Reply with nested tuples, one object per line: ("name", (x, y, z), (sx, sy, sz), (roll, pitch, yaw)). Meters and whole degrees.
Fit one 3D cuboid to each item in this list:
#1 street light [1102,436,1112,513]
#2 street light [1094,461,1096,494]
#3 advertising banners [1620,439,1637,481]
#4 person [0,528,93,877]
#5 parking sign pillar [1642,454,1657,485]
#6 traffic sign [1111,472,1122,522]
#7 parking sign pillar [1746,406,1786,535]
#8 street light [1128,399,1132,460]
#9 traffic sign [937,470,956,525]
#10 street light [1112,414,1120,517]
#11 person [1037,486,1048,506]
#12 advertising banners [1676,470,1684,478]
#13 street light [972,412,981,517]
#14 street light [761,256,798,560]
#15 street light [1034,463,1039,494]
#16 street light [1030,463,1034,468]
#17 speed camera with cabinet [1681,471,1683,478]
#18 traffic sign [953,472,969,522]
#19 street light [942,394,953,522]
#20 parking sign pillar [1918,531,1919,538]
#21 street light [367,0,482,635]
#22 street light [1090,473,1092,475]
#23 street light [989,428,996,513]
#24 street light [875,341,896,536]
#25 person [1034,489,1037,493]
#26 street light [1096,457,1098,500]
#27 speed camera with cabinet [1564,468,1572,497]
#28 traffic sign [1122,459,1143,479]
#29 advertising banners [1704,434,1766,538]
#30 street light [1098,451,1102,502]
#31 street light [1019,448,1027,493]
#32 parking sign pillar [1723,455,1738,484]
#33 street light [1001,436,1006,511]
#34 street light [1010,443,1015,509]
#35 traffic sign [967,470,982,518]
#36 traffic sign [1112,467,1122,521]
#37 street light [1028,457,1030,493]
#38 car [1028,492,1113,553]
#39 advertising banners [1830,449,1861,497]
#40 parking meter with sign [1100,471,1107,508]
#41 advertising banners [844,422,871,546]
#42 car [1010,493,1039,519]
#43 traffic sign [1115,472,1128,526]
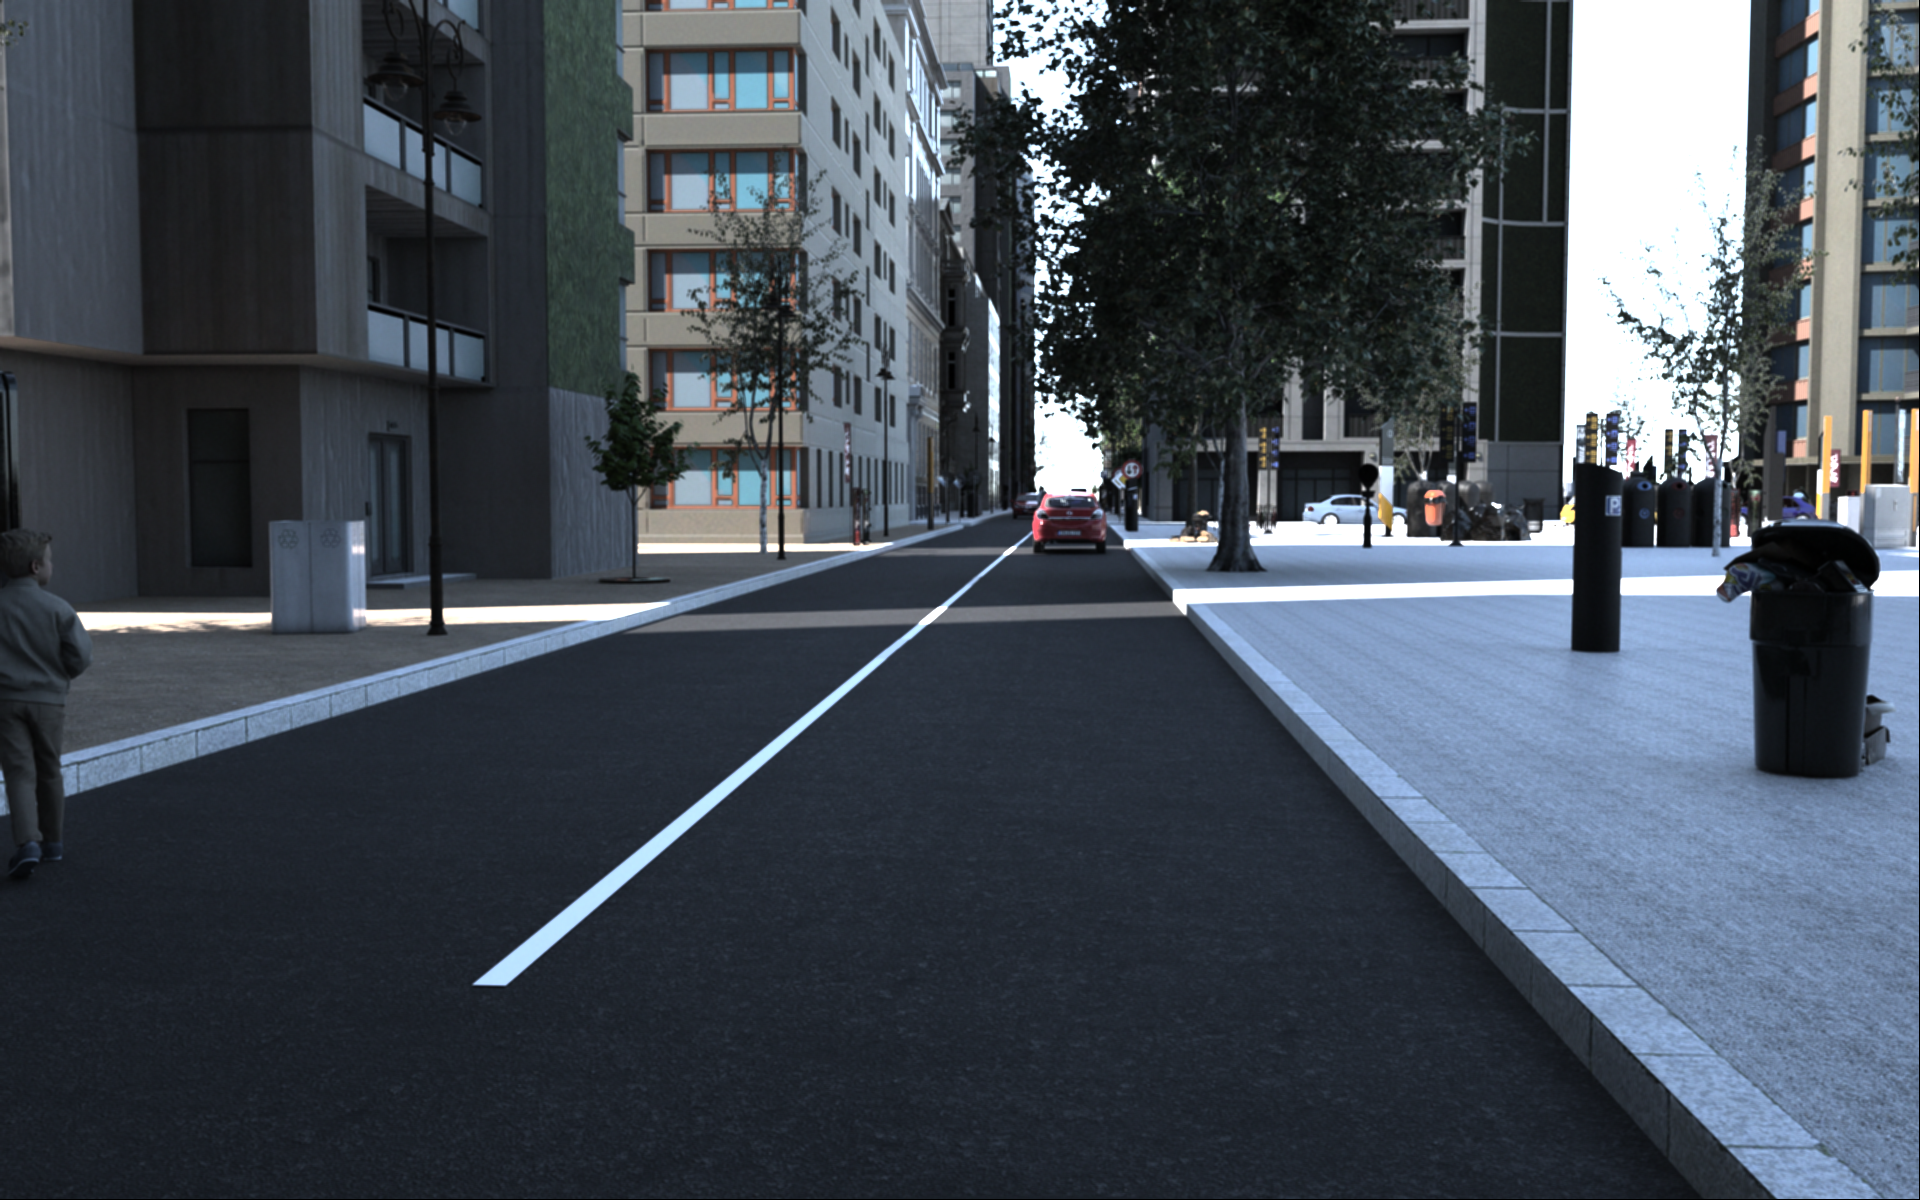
("street light", (11.529, -9.901, 134.663), (0.468, 5.910, 1.993), (0, 4, 4))
("street light", (15.421, -13.423, 192.247), (0.468, 5.910, 1.993), (0, 4, 4))
("advertising banners", (21.100, -3.640, 55.694), (0.090, 3.025, 2.074), (-1, 4, -13))
("person", (-3.561, 0.378, 6.588), (0.475, 1.303, 0.640), (-2, 4, -31))
("parking sign pillar", (46.773, -7.893, 117.518), (1.447, 3.967, 1.447), (0, 4, -4))
("traffic sign", (7.218, -4.566, 78.299), (0.795, 2.450, 0.064), (0, 4, 4))
("parking sign pillar", (25.189, -3.986, 53.638), (1.447, 3.967, 1.447), (1, 4, 17))
("street light", (7.748, -6.525, 79.479), (0.468, 5.910, 1.993), (0, 4, 4))
("traffic sign", (-0.552, -4.110, 70.844), (0.795, 2.450, 0.064), (0, 4, 4))
("street light", (8.982, -7.638, 97.669), (0.468, 5.910, 1.993), (0, 4, 4))
("person", (4.169, -4.759, 86.415), (0.679, 1.850, 0.850), (0, 4, -4))
("advertising banners", (51.730, -7.965, 126.414), (2.074, 3.025, 0.090), (3, 4, 38))
("street light", (0.928, -7.641, 97.726), (0.468, 5.910, 1.993), (0, 4, 4))
("street light", (-3.502, -3.732, 33.804), (0.468, 5.910, 1.993), (0, 4, 4))
("street light", (9.816, -15.688, 229.283), (0.468, 5.910, 1.993), (0, 4, 4))
("street light", (8.497, -14.576, 211.099), (0.468, 5.910, 1.993), (0, 4, 4))
("speed camera with cabinet", (49.898, -7.673, 119.787), (0.660, 3.252, 2.038), (3, 4, 38))
("traffic sign", (-0.008, -4.597, 78.810), (0.795, 2.450, 0.064), (0, 4, 4))
("street light", (-0.548, -6.497, 79.019), (0.468, 5.910, 1.993), (0, 4, 4))
("parking sign pillar", (28.962, -3.809, 50.741), (1.447, 3.967, 1.447), (-1, 4, -16))
("street light", (-4.767, -2.619, 15.615), (0.468, 5.910, 1.993), (0, 4, 4))
("street light", (18.591, -16.292, 239.157), (0.468, 5.910, 1.993), (0, 4, 4))
("street light", (2.141, -8.763, 116.067), (0.468, 5.910, 1.993), (0, 4, 4))
("street light", (-2.249, -4.880, 52.568), (0.468, 5.910, 1.993), (0, 4, 4))
("person", (5.083, -6.681, 118.087), (0.721, 1.781, 0.623), (0, 4, -8))
("street light", (14.163, -12.274, 173.474), (0.468, 5.910, 1.993), (0, 4, 4))
("speed camera with cabinet", (45.317, -8.191, 128.259), (0.660, 3.252, 2.038), (0, 4, 1))
("traffic sign", (6.307, -3.880, 63.536), (0.768, 2.556, 0.104), (0, 4, 4))
("advertising banners", (22.596, -3.330, 50.632), (2.074, 3.025, 0.090), (-1, 4, -9))
("street light", (12.866, -11.148, 155.065), (0.468, 5.910, 1.993), (0, 4, 4))
("street light", (6.162, -12.295, 173.804), (0.468, 5.910, 1.993), (0, 4, 4))
("parking sign pillar", (48.038, -7.270, 107.338), (1.447, 3.967, 1.447), (-3, 5, -40))
("street light", (3.347, -9.876, 134.259), (0.468, 5.910, 1.993), (0, 4, 4))
("street light", (4.729, -11.169, 155.394), (0.468, 5.910, 1.993), (0, 4, 4))
("traffic sign", (0.753, -5.584, 91.411), (0.768, 2.556, 0.104), (1, 4, 9))
("traffic sign", (7.546, -4.985, 81.617), (0.768, 2.556, 0.104), (1, 4, 13))
("street light", (7.250, -13.408, 192.005), (0.468, 5.910, 1.993), (0, 4, 4))
("car", (2.753, -2.099, 43.353), (2.155, 1.783, 4.494), (0, 4, 4))
("advertising banners", (34.933, -4.373, 67.693), (2.074, 3.025, 0.090), (1, 4, 10))
("parking meter with sign", (10.932, -8.277, 131.594), (0.543, 3.016, 1.738), (0, 4, 7))
("advertising banners", (-2.559, -2.864, 43.014), (0.090, 3.025, 2.074), (1, 4, 15))
("car", (4.008, -5.672, 101.785), (2.155, 1.783, 4.494), (0, 4, 2))
("traffic sign", (6.674, -4.079, 70.332), (0.795, 2.450, 0.064), (0, 4, 4))
